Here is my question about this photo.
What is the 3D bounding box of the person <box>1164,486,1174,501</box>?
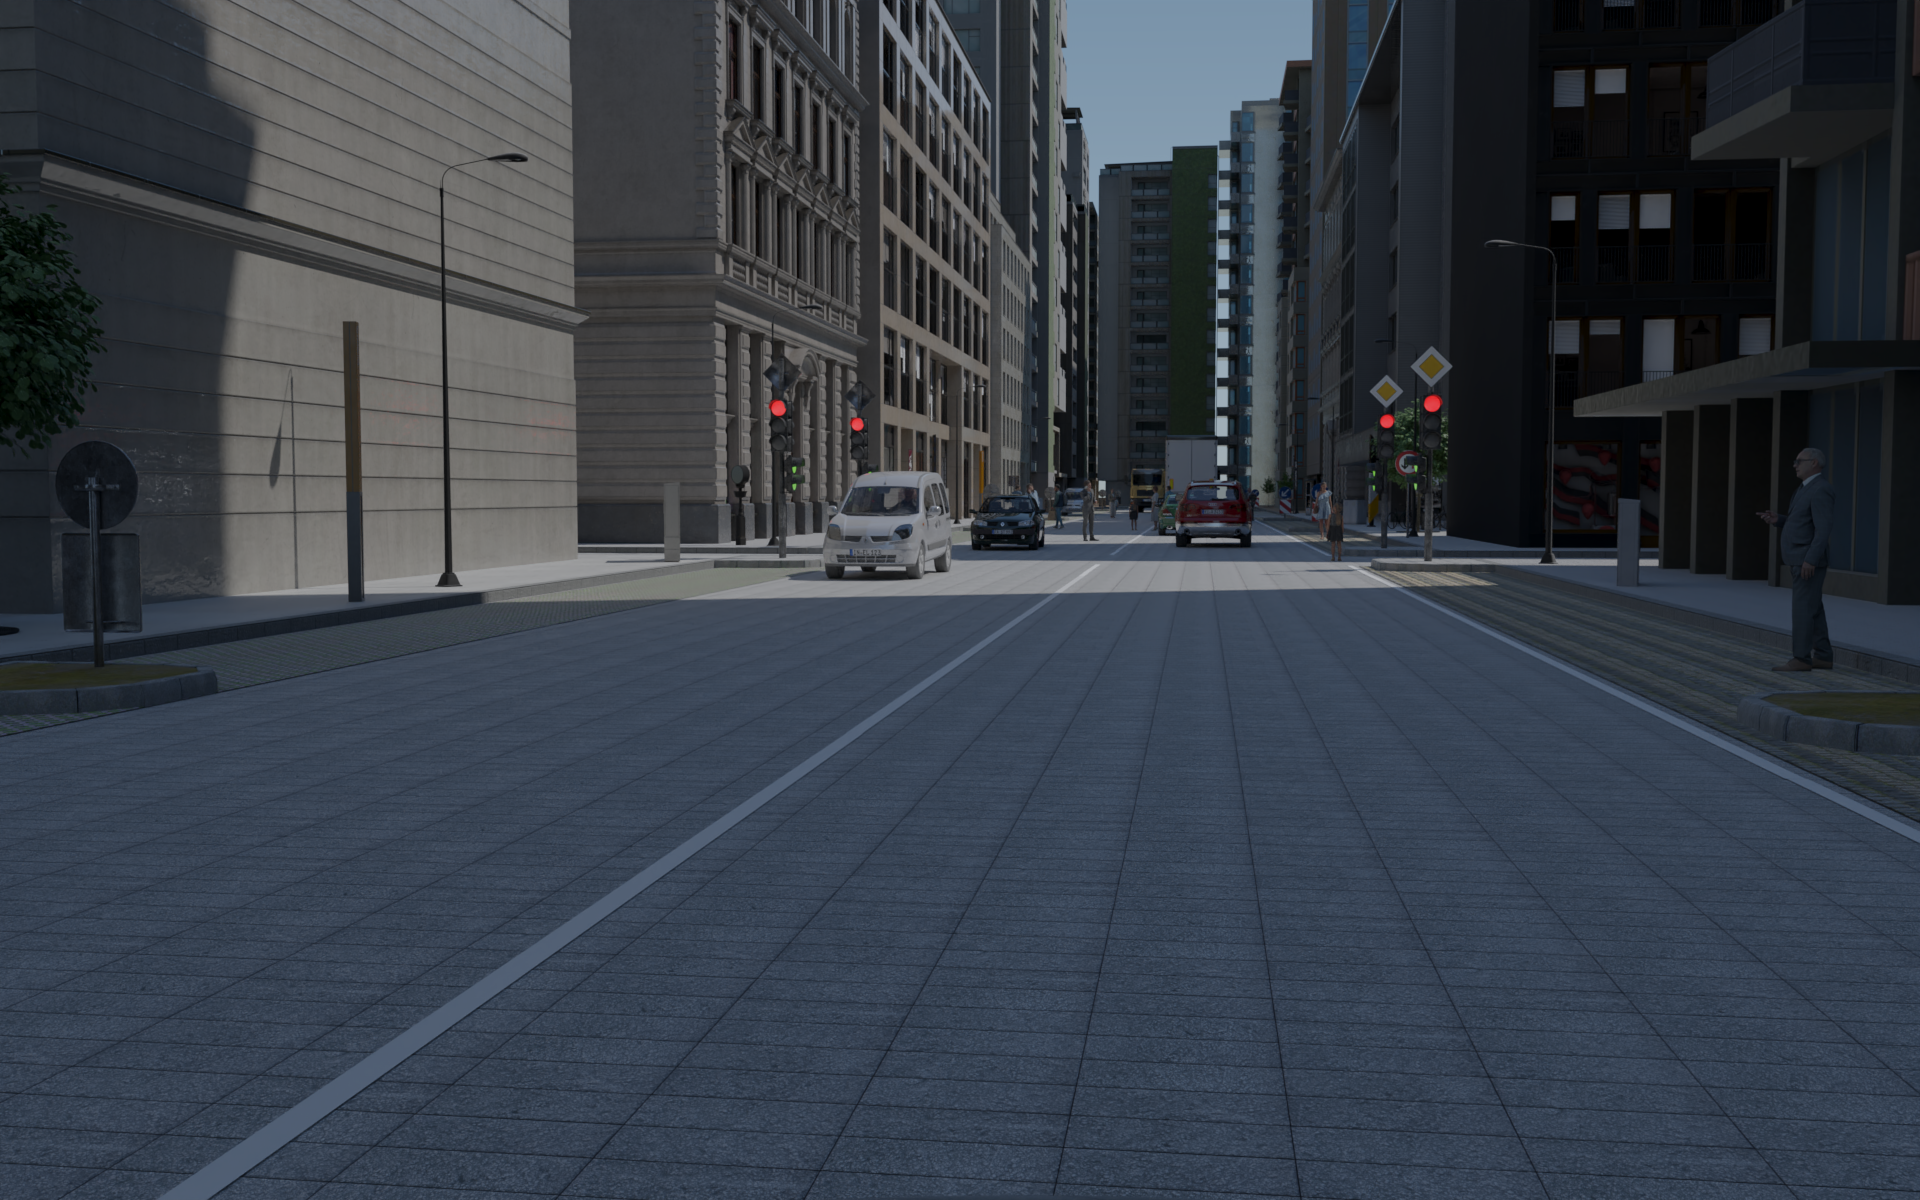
[{"bbox_3d":[9.693,-4.368,79.940,0.660,1.820,0.620,-3,5,-44],"label":"person"}]

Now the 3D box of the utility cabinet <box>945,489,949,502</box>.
[{"bbox_3d":[-0.932,-3.687,68.965,0.318,1.500,1.173,3,4,36],"label":"utility cabinet"}]

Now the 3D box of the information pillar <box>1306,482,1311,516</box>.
[{"bbox_3d":[20.846,-6.062,103.601,0.304,2.012,0.304,1,4,17],"label":"information pillar"}]

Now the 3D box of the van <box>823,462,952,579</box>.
[{"bbox_3d":[-1.226,-1.439,30.539,2.013,2.044,4.112,1,4,9],"label":"van"}]

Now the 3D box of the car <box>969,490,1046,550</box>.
[{"bbox_3d":[1.288,-2.187,45.542,2.009,1.686,4.222,0,4,6],"label":"car"}]

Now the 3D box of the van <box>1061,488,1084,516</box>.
[{"bbox_3d":[7.613,-6.569,114.421,2.013,2.044,4.112,0,4,7],"label":"van"}]

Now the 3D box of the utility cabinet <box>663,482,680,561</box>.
[{"bbox_3d":[-5.513,-1.493,33.085,0.318,1.500,1.173,-1,4,-9],"label":"utility cabinet"}]

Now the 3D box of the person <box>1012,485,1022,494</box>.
[{"bbox_3d":[2.407,-3.969,73.421,0.581,1.822,0.654,2,4,34],"label":"person"}]

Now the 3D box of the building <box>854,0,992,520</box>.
[{"bbox_3d":[-10.136,-16.971,81.988,19.350,26.468,34.151,0,4,8],"label":"building"}]

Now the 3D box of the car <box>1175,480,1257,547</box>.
[{"bbox_3d":[7.088,-2.413,48.128,2.281,1.827,5.304,1,4,10],"label":"car"}]

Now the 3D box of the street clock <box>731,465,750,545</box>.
[{"bbox_3d":[-5.488,-2.370,43.317,0.471,2.002,0.358,3,5,41],"label":"street clock"}]

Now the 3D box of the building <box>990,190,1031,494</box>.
[{"bbox_3d":[-1.645,-15.421,106.887,10.420,20.320,16.860,0,4,8],"label":"building"}]

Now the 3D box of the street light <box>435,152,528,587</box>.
[{"bbox_3d":[-6.559,-3.134,23.777,1.470,5.913,1.316,0,4,8],"label":"street light"}]

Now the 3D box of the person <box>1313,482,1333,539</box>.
[{"bbox_3d":[11.436,-2.813,54.582,0.616,1.811,0.778,2,4,23],"label":"person"}]

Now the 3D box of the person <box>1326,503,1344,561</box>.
[{"bbox_3d":[7.999,-1.453,36.928,0.362,1.253,0.373,0,4,5],"label":"person"}]

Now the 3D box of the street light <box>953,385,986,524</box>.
[{"bbox_3d":[0.406,-6.192,73.782,1.470,5.913,1.316,0,4,8],"label":"street light"}]

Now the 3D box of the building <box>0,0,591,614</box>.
[{"bbox_3d":[-29.830,-15.406,28.302,44.131,29.872,17.030,0,4,8],"label":"building"}]

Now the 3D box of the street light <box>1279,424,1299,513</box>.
[{"bbox_3d":[21.741,-8.681,114.470,1.470,5.913,1.316,0,4,8],"label":"street light"}]

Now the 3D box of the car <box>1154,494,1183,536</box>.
[{"bbox_3d":[7.927,-3.023,61.216,2.131,1.459,4.920,0,4,6],"label":"car"}]

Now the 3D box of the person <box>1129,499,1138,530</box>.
[{"bbox_3d":[6.844,-3.369,68.249,0.362,1.253,0.373,1,4,10],"label":"person"}]

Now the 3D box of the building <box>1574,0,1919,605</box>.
[{"bbox_3d":[19.894,-22.034,14.888,22.147,44.769,28.867,0,4,8],"label":"building"}]

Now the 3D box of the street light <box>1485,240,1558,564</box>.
[{"bbox_3d":[10.299,-3.624,31.796,1.470,5.913,1.316,0,4,8],"label":"street light"}]

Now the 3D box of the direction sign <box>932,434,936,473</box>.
[{"bbox_3d":[-0.981,-4.532,66.097,0.379,3.537,0.876,0,4,-8],"label":"direction sign"}]

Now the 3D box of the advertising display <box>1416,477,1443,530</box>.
[{"bbox_3d":[16.649,-3.449,61.600,0.974,1.923,0.123,1,4,21],"label":"advertising display"}]

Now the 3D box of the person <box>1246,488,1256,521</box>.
[{"bbox_3d":[15.484,-5.111,92.468,0.661,1.777,0.834,0,4,-7],"label":"person"}]

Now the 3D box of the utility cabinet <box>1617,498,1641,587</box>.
[{"bbox_3d":[9.459,-0.814,24.469,0.306,1.237,1.020,1,4,22],"label":"utility cabinet"}]

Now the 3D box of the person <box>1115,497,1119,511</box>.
[{"bbox_3d":[10.467,-6.313,116.393,0.352,1.250,0.332,-1,4,-15],"label":"person"}]

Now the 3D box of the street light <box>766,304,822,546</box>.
[{"bbox_3d":[-4.069,-4.287,42.637,1.470,5.913,1.316,0,4,8],"label":"street light"}]

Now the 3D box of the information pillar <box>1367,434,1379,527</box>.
[{"bbox_3d":[16.164,-4.668,67.683,0.504,3.616,0.183,-2,4,-33],"label":"information pillar"}]

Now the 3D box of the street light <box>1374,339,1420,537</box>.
[{"bbox_3d":[13.093,-4.856,51.944,1.470,5.913,1.316,0,4,8],"label":"street light"}]

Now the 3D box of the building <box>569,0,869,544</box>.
[{"bbox_3d":[-9.694,-13.750,53.687,11.050,23.489,19.941,0,4,8],"label":"building"}]

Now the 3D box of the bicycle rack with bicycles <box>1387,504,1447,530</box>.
[{"bbox_3d":[16.921,-3.058,63.373,2.925,0.926,2.852,-1,4,-18],"label":"bicycle rack with bicycles"}]

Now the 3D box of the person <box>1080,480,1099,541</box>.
[{"bbox_3d":[3.971,-2.715,52.698,0.655,1.846,0.447,-3,5,-42],"label":"person"}]

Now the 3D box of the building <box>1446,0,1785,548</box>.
[{"bbox_3d":[21.978,-13.201,45.517,15.834,23.373,12.332,0,4,8],"label":"building"}]

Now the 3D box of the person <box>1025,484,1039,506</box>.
[{"bbox_3d":[2.479,-3.106,59.551,0.793,1.790,0.793,1,4,15],"label":"person"}]

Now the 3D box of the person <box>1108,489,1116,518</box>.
[{"bbox_3d":[9.046,-5.723,102.617,0.519,1.759,0.362,-3,5,-42],"label":"person"}]

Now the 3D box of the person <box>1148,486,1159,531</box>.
[{"bbox_3d":[7.570,-3.597,67.876,0.524,1.755,0.480,1,4,21],"label":"person"}]

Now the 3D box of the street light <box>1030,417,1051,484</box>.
[{"bbox_3d":[4.805,-8.098,104.938,1.470,5.913,1.316,0,4,8],"label":"street light"}]

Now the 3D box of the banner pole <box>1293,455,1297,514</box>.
[{"bbox_3d":[21.512,-7.414,111.231,0.401,3.779,0.863,0,4,-7],"label":"banner pole"}]

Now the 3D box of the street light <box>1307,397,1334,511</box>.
[{"bbox_3d":[17.336,-6.763,83.122,1.470,5.913,1.316,0,4,8],"label":"street light"}]

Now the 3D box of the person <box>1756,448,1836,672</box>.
[{"bbox_3d":[6.790,-0.328,14.036,0.590,1.801,0.661,1,4,14],"label":"person"}]

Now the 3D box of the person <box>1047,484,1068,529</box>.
[{"bbox_3d":[3.933,-3.761,69.980,0.713,1.824,0.794,3,5,39],"label":"person"}]
